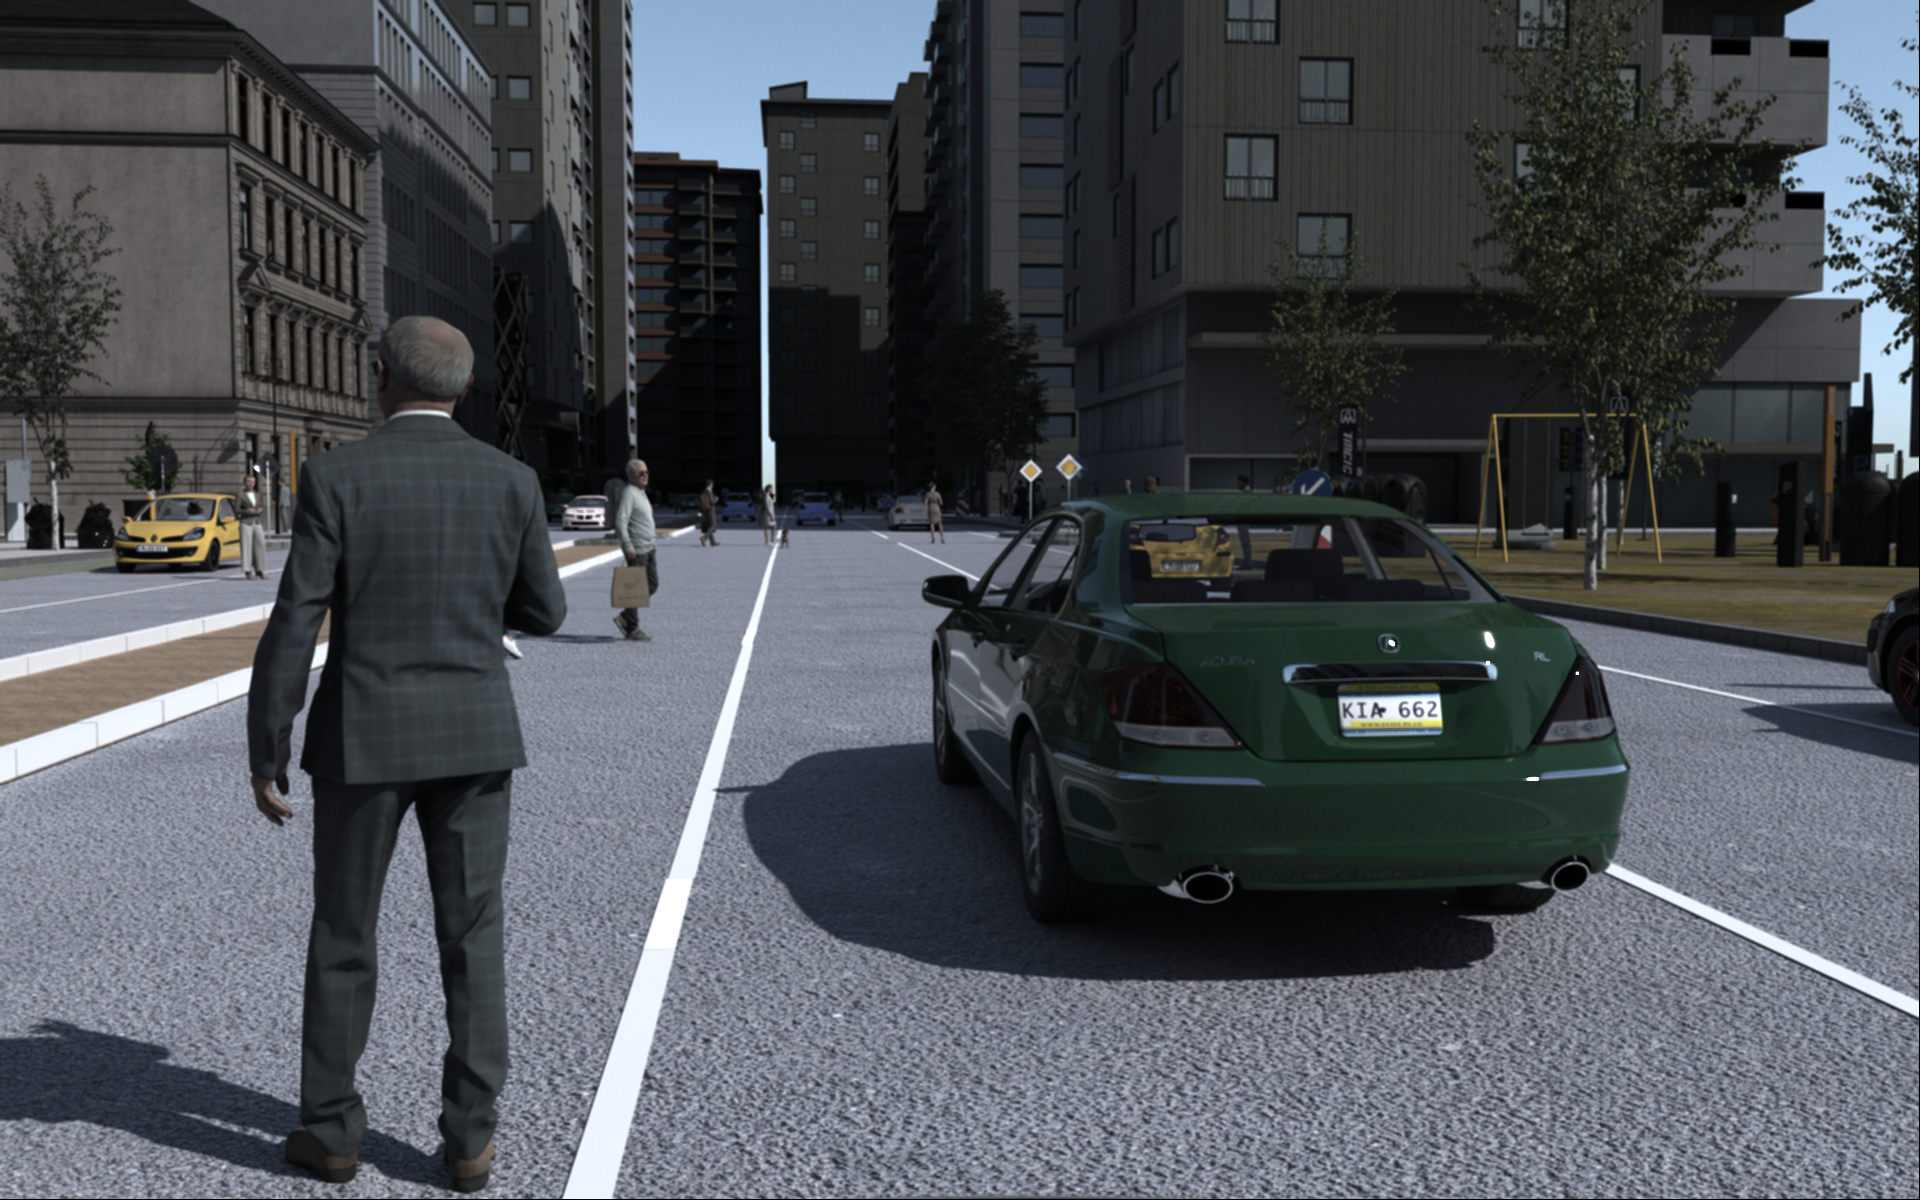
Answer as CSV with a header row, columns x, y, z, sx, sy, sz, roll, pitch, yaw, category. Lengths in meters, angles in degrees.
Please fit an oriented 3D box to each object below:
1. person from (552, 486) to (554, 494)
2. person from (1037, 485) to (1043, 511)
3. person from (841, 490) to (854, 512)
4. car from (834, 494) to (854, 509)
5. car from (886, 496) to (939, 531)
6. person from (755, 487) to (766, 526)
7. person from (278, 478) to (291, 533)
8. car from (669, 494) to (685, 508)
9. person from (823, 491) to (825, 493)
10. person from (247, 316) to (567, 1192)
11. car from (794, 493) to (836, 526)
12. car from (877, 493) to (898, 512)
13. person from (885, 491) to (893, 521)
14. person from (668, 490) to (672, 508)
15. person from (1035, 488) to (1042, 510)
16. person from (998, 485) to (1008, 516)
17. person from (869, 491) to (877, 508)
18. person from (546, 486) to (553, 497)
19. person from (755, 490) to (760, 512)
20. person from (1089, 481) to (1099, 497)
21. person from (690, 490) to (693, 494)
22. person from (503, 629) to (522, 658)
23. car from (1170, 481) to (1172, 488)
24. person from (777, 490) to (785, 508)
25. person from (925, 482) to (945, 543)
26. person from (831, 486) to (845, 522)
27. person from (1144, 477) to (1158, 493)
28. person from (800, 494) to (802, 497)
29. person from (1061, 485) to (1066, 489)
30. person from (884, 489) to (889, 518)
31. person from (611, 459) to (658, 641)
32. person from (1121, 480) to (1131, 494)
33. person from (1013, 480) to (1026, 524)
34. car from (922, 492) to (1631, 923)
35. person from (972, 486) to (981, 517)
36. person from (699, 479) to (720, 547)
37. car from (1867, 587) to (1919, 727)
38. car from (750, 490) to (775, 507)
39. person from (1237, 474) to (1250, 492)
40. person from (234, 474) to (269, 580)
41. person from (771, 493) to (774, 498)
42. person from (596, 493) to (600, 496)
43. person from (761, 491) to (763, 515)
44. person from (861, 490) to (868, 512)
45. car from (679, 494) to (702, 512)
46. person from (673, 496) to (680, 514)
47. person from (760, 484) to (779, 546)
x,y,z,sx,sy,sz,roll,pitch,yaw,category
-30.254,-7.474,128.047,0.655,1.846,0.447,2,4,26,person
4.411,-5.568,97.208,0.853,1.813,0.709,1,4,22,person
-8.860,-7.728,135.369,1.217,1.766,0.721,-1,4,-20,person
-10.997,-9.301,164.077,2.014,1.417,4.499,0,4,-7,car
-1.848,-3.437,68.563,2.083,1.381,4.827,0,4,-5,car
-8.936,-4.209,77.860,0.519,1.759,0.362,-1,4,-11,person
-22.552,-3.157,57.756,0.391,1.810,0.635,-1,4,-11,person
-28.706,-10.268,176.675,1.959,1.807,4.718,0,4,-6,car
-10.908,-7.949,139.393,0.530,1.710,0.541,-3,4,-39,person
-1.194,0.303,3.716,0.661,1.801,0.590,-2,4,-35,person
-6.635,-4.269,79.387,1.945,1.707,3.694,0,4,-7,car
-5.597,-7.778,136.756,1.945,1.707,3.694,0,4,-6,car
-3.791,-5.088,93.499,0.330,1.601,0.589,-2,4,-31,person
-30.060,-10.509,180.197,0.599,1.838,0.709,1,4,18,person
4.056,-5.138,91.857,0.589,1.601,0.330,0,4,0,person
2.611,-5.950,103.128,0.655,1.846,0.447,-2,4,-28,person
-8.100,-9.524,164.952,1.217,1.736,0.721,-1,4,-10,person
-29.796,-7.338,125.831,0.655,1.846,0.447,2,4,28,person
-15.798,-7.775,136.165,0.434,1.755,0.990,-3,4,-36,person
5.299,-3.795,68.440,0.601,1.785,0.444,-3,4,-36,person
-24.866,-9.274,160.155,0.705,1.821,1.348,-3,5,-40,person
-3.924,-0.368,15.187,0.731,1.740,0.598,0,4,3,person
2.840,-0.968,26.055,2.015,1.641,3.980,0,4,-7,car
-18.323,-10.304,176.992,0.705,1.821,1.348,-3,4,-39,person
-0.739,-2.540,50.366,0.599,1.781,0.374,0,4,-7,person
-6.303,-4.899,88.703,0.850,1.850,0.679,2,4,25,person
3.486,-1.429,32.459,0.643,1.750,0.593,1,4,23,person
-14.791,-9.302,163.827,0.697,1.427,0.421,-2,4,-35,person
5.561,-5.409,94.832,0.716,1.782,0.532,-1,4,-16,person
-4.226,-5.595,100.735,0.466,1.731,0.760,1,4,14,person
-3.191,-0.476,16.775,0.515,1.767,0.782,0,4,6,person
6.163,-3.487,63.236,0.590,1.801,0.661,-1,4,-23,person
2.625,-4.260,75.054,0.474,1.900,0.648,3,4,36,person
0.961,0.275,7.308,2.131,1.459,4.920,0,4,-7,car
1.035,-5.632,98.877,0.760,1.731,0.466,-1,4,-15,person
-6.897,-2.384,47.442,0.622,1.834,0.822,3,5,41,person
6.860,0.018,9.488,2.009,1.686,4.222,0,4,-6,car
-17.228,-8.678,150.551,2.281,1.827,5.304,0,4,-7,car
5.287,-1.466,32.650,0.466,1.800,0.511,0,4,-5,person
-11.840,-1.217,28.949,0.362,1.759,0.519,2,4,35,person
-20.106,-10.720,183.769,0.705,1.824,1.348,2,4,28,person
-31.115,-8.554,149.088,0.799,1.438,0.628,2,4,25,person
-13.460,-6.772,119.435,0.699,1.804,1.509,1,4,21,person
-7.603,-7.880,138.058,0.721,1.735,1.217,-2,4,-28,person
-21.703,-7.870,140.467,2.131,1.459,4.920,0,4,-7,car
-20.228,-6.785,123.706,0.475,1.303,0.640,-1,4,-15,person
-5.287,-2.353,47.972,0.522,1.701,0.512,0,4,-3,person
